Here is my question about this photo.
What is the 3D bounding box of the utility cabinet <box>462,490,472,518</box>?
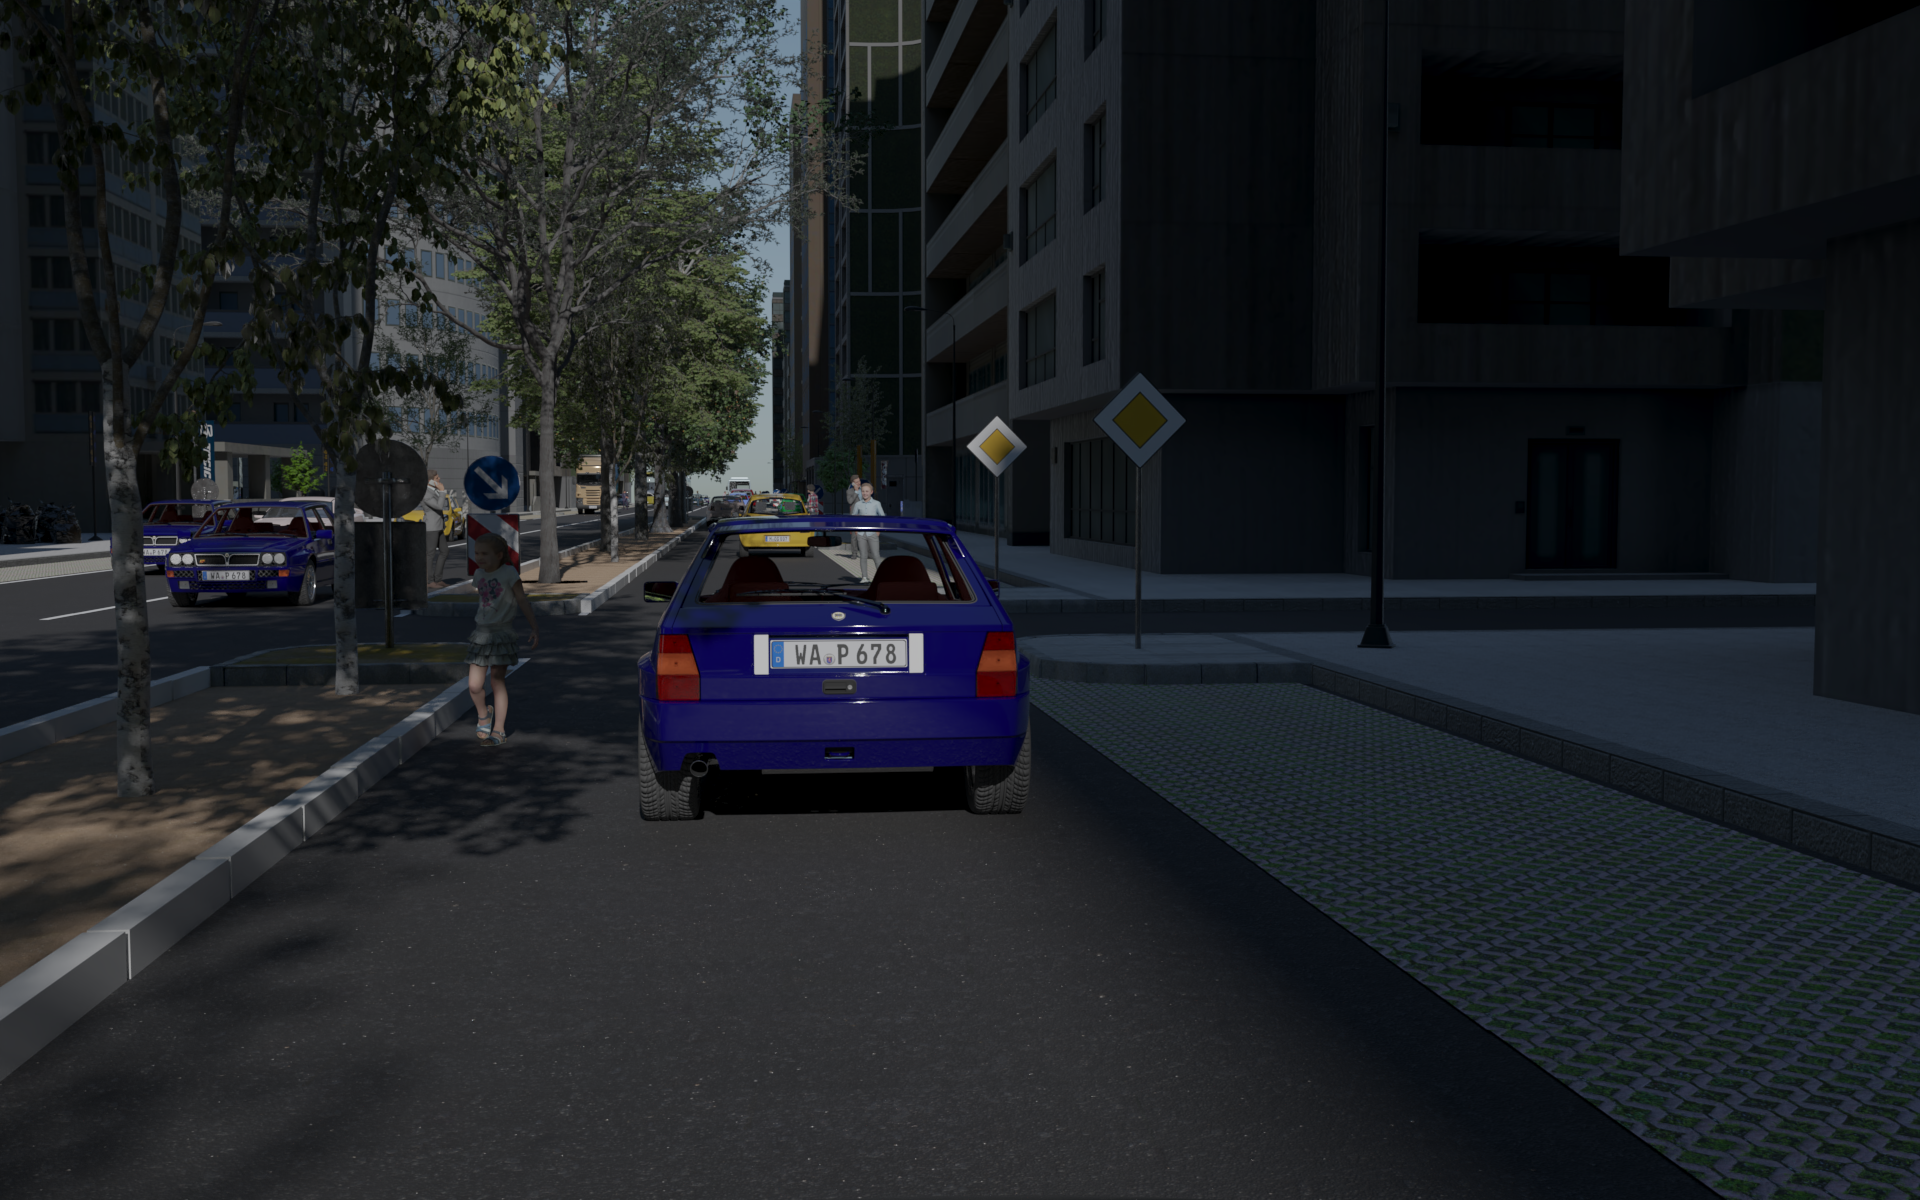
[{"bbox_3d":[-26.470,-5.154,92.953,0.318,1.500,1.173,0,4,-7],"label":"utility cabinet"}]

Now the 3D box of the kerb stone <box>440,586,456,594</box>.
[{"bbox_3d":[-6.916,-0.056,23.152,0.120,0.150,1.000,0,4,-7],"label":"kerb stone"}]

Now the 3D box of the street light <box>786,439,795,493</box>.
[{"bbox_3d":[-13.672,-10.587,145.631,1.470,5.913,1.316,0,4,-7],"label":"street light"}]

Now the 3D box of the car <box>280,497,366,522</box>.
[{"bbox_3d":[-14.912,-1.669,39.656,2.083,1.381,4.827,0,4,-6],"label":"car"}]

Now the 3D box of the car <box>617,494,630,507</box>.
[{"bbox_3d":[-36.761,-10.737,187.544,2.014,1.417,4.499,0,4,-7],"label":"car"}]

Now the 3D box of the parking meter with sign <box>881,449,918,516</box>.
[{"bbox_3d":[-2.514,-4.317,66.846,1.738,3.016,0.543,0,4,1],"label":"parking meter with sign"}]

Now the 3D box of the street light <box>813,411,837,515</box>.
[{"bbox_3d":[-7.510,-7.587,96.588,1.470,5.913,1.316,0,4,-7],"label":"street light"}]

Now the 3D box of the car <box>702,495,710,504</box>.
[{"bbox_3d":[-35.958,-14.071,242.639,1.945,1.354,3.894,-1,4,-9],"label":"car"}]

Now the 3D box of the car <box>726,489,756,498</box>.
[{"bbox_3d":[-15.261,-6.887,121.283,2.281,1.827,5.304,0,4,-7],"label":"car"}]

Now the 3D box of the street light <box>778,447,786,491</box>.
[{"bbox_3d":[-17.110,-12.238,172.634,1.470,5.913,1.316,0,4,-7],"label":"street light"}]

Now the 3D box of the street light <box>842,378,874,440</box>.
[{"bbox_3d":[-4.030,-5.933,69.549,1.470,5.913,1.316,0,4,-7],"label":"street light"}]

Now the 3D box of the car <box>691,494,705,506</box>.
[{"bbox_3d":[-31.479,-12.047,206.762,2.009,1.686,4.222,0,4,-7],"label":"car"}]

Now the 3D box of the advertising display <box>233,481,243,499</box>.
[{"bbox_3d":[-36.537,-5.036,87.559,0.974,1.923,0.123,3,5,40],"label":"advertising display"}]

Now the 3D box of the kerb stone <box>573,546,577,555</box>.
[{"bbox_3d":[-9.105,-1.114,40.435,0.120,0.150,1.000,0,4,-7],"label":"kerb stone"}]

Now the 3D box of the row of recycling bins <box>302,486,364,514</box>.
[{"bbox_3d":[-31.957,-4.915,87.479,3.534,1.692,1.069,-1,4,-14],"label":"row of recycling bins"}]

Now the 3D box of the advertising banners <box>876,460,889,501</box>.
[{"bbox_3d":[-4.445,-5.678,89.026,2.074,3.025,0.090,-3,5,-44],"label":"advertising banners"}]

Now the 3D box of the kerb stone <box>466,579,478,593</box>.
[{"bbox_3d":[-7.180,-0.179,25.199,0.120,0.150,1.000,0,4,-7],"label":"kerb stone"}]

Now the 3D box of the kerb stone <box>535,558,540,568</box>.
[{"bbox_3d":[-8.208,-0.680,33.320,0.120,0.150,1.000,0,4,-7],"label":"kerb stone"}]

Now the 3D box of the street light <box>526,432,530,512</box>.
[{"bbox_3d":[-30.355,-9.248,123.751,1.470,5.913,1.316,0,4,-7],"label":"street light"}]

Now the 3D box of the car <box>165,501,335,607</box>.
[{"bbox_3d":[-9.328,-0.654,23.270,1.945,1.354,3.894,0,4,-8],"label":"car"}]

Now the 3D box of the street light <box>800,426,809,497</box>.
[{"bbox_3d":[-10.282,-8.966,119.137,1.470,5.913,1.316,0,4,-7],"label":"street light"}]

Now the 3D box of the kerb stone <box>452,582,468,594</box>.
[{"bbox_3d":[-7.047,-0.121,24.174,0.120,0.150,1.000,0,4,-7],"label":"kerb stone"}]

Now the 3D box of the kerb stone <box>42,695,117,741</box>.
[{"bbox_3d":[-5.309,0.722,10.417,0.120,0.150,1.000,0,4,-7],"label":"kerb stone"}]

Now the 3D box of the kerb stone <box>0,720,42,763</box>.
[{"bbox_3d":[-5.174,0.782,9.404,0.120,0.150,1.000,0,4,-7],"label":"kerb stone"}]

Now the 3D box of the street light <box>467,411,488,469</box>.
[{"bbox_3d":[-26.858,-7.582,96.506,1.470,5.913,1.316,0,4,-7],"label":"street light"}]

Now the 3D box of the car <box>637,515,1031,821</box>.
[{"bbox_3d":[-0.696,0.218,9.012,1.945,1.354,3.894,0,4,-6],"label":"car"}]

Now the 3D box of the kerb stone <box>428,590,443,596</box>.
[{"bbox_3d":[-6.781,0.004,22.128,0.120,0.150,1.000,0,4,-7],"label":"kerb stone"}]

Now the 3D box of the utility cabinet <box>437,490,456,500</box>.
[{"bbox_3d":[-26.925,-5.010,90.594,1.173,1.500,0.318,1,4,15],"label":"utility cabinet"}]

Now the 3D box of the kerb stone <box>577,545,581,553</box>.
[{"bbox_3d":[-9.239,-1.170,41.449,0.120,0.150,1.000,0,4,-7],"label":"kerb stone"}]

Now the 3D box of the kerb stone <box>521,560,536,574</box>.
[{"bbox_3d":[-8.074,-0.618,32.306,0.120,0.150,1.000,0,4,-7],"label":"kerb stone"}]

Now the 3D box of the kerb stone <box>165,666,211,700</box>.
[{"bbox_3d":[-5.553,0.600,12.450,0.120,0.150,1.000,0,4,-7],"label":"kerb stone"}]

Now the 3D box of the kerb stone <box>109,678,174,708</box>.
[{"bbox_3d":[-5.430,0.658,11.432,0.120,0.150,1.000,0,4,-7],"label":"kerb stone"}]

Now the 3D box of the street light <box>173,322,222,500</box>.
[{"bbox_3d":[-20.565,-4.538,46.736,1.470,5.913,1.316,0,4,-7],"label":"street light"}]

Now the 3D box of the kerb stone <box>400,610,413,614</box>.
[{"bbox_3d":[-6.664,0.070,21.110,0.120,0.150,1.000,0,4,-7],"label":"kerb stone"}]

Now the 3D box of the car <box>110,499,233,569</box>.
[{"bbox_3d":[-14.261,-1.181,31.884,1.945,1.354,3.894,-1,4,-9],"label":"car"}]

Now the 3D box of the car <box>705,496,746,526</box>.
[{"bbox_3d":[-10.516,-4.034,78.320,2.083,1.381,4.827,0,4,-7],"label":"car"}]

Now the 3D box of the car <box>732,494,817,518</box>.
[{"bbox_3d":[-4.315,-1.848,40.431,2.015,1.641,3.980,0,4,-7],"label":"car"}]

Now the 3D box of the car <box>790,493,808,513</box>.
[{"bbox_3d":[-10.422,-6.069,108.032,1.959,1.807,4.718,-1,4,-9],"label":"car"}]

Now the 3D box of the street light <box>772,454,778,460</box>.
[{"bbox_3d":[-20.743,-13.985,201.201,1.470,5.913,1.316,0,4,-7],"label":"street light"}]

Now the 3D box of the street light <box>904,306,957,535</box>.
[{"bbox_3d":[-0.682,-4.312,43.049,1.470,5.913,1.316,0,4,-7],"label":"street light"}]

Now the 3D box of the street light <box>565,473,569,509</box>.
[{"bbox_3d":[-33.836,-10.926,151.186,1.470,5.913,1.316,0,4,-7],"label":"street light"}]

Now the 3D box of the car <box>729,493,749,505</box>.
[{"bbox_3d":[-14.452,-6.313,112.802,1.945,1.707,3.694,0,4,-8],"label":"car"}]

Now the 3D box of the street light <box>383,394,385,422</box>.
[{"bbox_3d":[-24.044,-6.208,74.034,1.470,5.913,1.316,0,4,-7],"label":"street light"}]

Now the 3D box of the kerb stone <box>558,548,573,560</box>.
[{"bbox_3d":[-8.976,-1.052,39.417,0.120,0.150,1.000,0,4,-7],"label":"kerb stone"}]

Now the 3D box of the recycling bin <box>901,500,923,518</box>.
[{"bbox_3d":[-1.698,-2.962,60.990,0.722,1.027,0.722,0,4,-8],"label":"recycling bin"}]

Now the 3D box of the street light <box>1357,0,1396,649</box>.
[{"bbox_3d":[2.958,-2.554,14.293,1.470,5.913,1.316,0,4,-7],"label":"street light"}]
